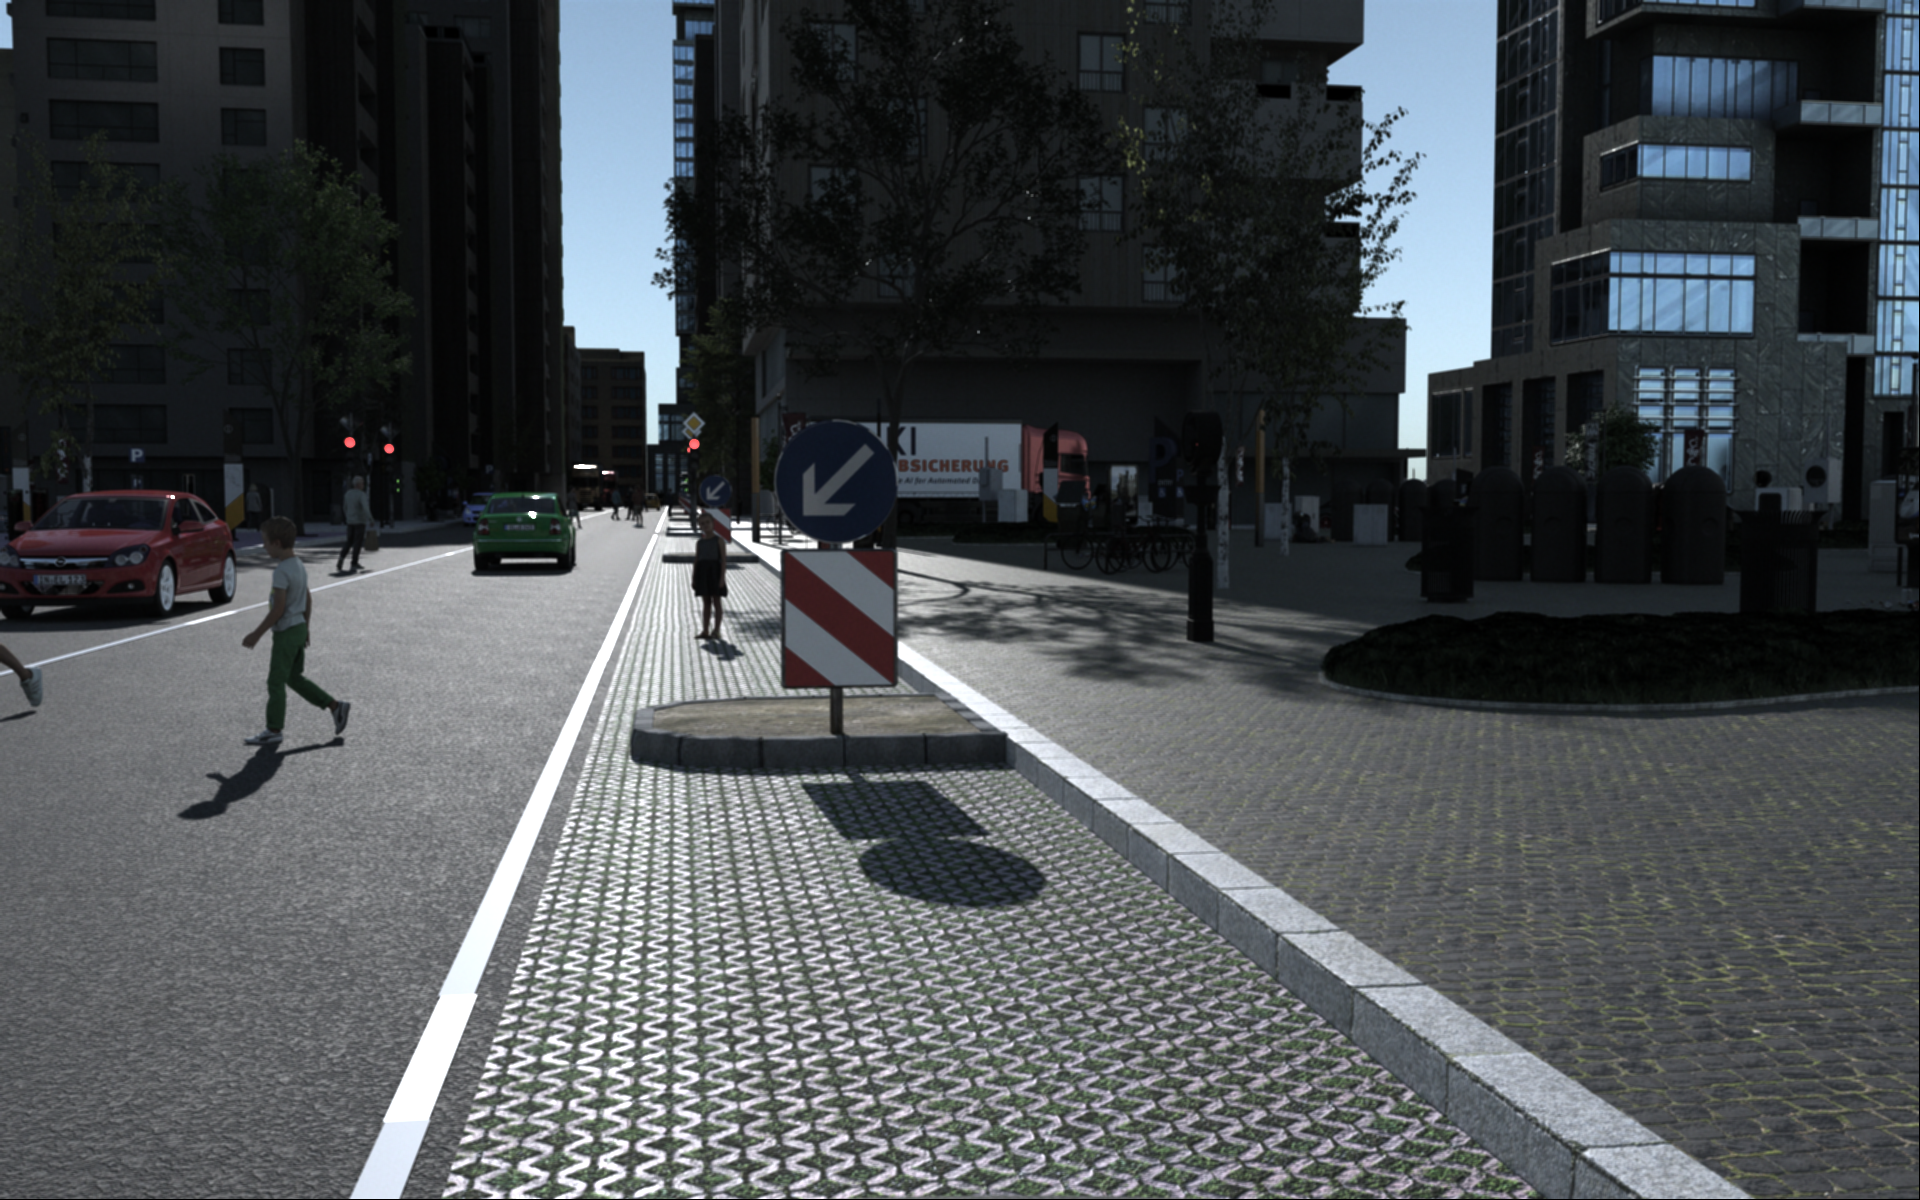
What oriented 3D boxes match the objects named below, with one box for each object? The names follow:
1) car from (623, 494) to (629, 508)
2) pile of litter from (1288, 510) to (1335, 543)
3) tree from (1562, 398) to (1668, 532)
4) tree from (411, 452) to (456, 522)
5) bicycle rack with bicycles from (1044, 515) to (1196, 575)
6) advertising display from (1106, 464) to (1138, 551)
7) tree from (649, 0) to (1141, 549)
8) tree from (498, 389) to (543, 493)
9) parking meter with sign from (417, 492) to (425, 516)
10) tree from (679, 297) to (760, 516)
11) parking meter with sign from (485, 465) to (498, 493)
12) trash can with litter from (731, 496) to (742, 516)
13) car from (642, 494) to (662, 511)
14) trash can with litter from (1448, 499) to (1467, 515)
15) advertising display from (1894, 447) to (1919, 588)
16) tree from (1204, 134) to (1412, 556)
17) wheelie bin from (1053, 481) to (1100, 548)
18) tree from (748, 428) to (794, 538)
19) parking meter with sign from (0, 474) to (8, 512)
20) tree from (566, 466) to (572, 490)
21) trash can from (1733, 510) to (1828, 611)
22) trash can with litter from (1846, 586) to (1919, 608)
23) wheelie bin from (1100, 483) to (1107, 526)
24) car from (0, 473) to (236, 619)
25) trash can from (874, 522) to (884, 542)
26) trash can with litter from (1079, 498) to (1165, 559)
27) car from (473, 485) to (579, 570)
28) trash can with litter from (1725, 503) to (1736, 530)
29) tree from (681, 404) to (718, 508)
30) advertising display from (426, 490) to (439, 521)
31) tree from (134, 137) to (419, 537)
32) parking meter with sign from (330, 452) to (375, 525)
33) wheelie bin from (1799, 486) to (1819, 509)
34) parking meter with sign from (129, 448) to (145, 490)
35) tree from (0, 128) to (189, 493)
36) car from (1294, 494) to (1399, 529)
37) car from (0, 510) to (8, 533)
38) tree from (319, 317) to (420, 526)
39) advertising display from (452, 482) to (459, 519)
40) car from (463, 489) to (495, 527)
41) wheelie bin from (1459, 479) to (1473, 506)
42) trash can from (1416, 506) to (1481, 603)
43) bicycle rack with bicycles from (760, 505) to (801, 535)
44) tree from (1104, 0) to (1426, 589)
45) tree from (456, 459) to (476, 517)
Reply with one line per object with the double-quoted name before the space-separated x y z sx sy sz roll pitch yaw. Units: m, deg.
"car" -33.510 -10.254 177.438 2.009 1.686 4.222 -1 4 -11
"pile of litter" 9.228 -1.945 45.761 1.176 0.858 1.719 -1 4 -9
"tree" 22.389 -4.610 59.089 4.285 4.588 4.351 0 3 0
"tree" -24.541 -5.230 80.104 1.663 3.219 1.824 0 3 0
"bicycle rack with bicycles" 2.861 -0.956 29.012 2.925 0.926 2.852 -2 4 -30
"advertising display" 3.545 -1.997 37.871 0.123 1.923 0.974 3 5 44
"tree" -1.277 -5.789 29.067 8.767 10.594 7.601 0 4 4
"tree" -31.697 -10.484 121.768 4.737 8.622 4.395 0 3 0
"parking meter with sign" -31.654 -6.351 100.096 1.738 3.016 0.543 2 4 29
"tree" -12.642 -11.100 99.608 7.486 12.596 7.792 0 3 0
"parking meter with sign" -27.901 -6.563 103.567 0.543 3.016 1.738 0 4 -1
"trash can with litter" -13.388 -5.556 102.224 1.055 1.170 0.624 1 4 13
"car" -27.001 -8.598 150.798 2.015 1.641 3.980 0 4 -8
"trash can with litter" 11.211 -1.630 38.043 1.055 1.170 0.624 -2 4 -30
"advertising display" 13.105 -1.126 23.617 0.123 1.923 0.974 0 4 -5
"tree" 7.018 -5.240 36.034 4.737 8.622 4.395 0 3 0
"wheelie bin" 2.658 -2.024 40.993 0.980 1.594 0.693 2 4 27
"tree" -5.499 -3.450 51.013 1.663 3.219 1.824 0 3 0
"parking meter with sign" -37.360 -4.339 67.197 0.543 3.016 1.738 2 4 34
"tree" -42.343 -12.242 183.869 4.285 4.588 4.351 0 3 0
"trash can" 7.111 -0.208 15.048 0.748 1.137 0.748 0 3 0
"trash can with litter" 10.786 -0.501 19.245 1.678 1.210 2.233 2 4 28
"wheelie bin" 4.041 -2.430 47.631 0.980 1.594 0.693 -3 5 -41
"car" -10.331 -0.755 21.379 2.155 1.783 4.494 -1 4 -9
"trash can" -2.142 -2.115 46.241 0.748 1.137 0.748 0 3 0
"trash can with litter" 3.177 -1.481 35.277 1.678 1.210 2.233 -1 4 -18
"car" -8.550 -1.554 34.207 1.959 1.807 4.718 -1 4 -10
"trash can with litter" 21.328 -2.223 47.738 1.055 1.170 0.624 2 4 31
"tree" -19.768 -11.387 136.538 4.737 8.622 4.395 0 3 0
"advertising display" -25.013 -4.702 82.095 0.974 1.923 0.123 3 5 45
"tree" -20.101 -7.715 51.893 9.928 11.665 9.643 0 3 0
"parking meter with sign" -25.336 -4.643 72.178 1.738 3.016 0.543 -3 4 -38
"wheelie bin" 31.914 -3.509 65.273 0.980 1.594 0.693 2 4 34
"parking meter with sign" -31.538 -4.293 66.453 0.543 3.016 1.738 -2 4 -25
"tree" -17.560 -5.123 34.123 4.737 8.622 4.395 0 3 0
"car" 15.137 -3.529 67.486 4.222 1.686 2.009 -1 4 -8
"car" -34.253 -2.849 58.589 4.499 1.417 2.014 -1 4 -11
"tree" -23.611 -7.250 68.907 4.360 8.622 3.978 0 3 0
"advertising display" -26.723 -5.227 90.682 0.974 1.923 0.123 -1 4 -14
"car" -21.071 -4.125 77.038 1.945 1.707 3.694 -1 4 -8
"wheelie bin" 11.181 -1.778 36.981 0.980 1.594 0.693 1 4 10
"trash can" 5.790 -0.545 20.557 0.748 1.137 0.748 0 3 0
"bicycle rack with bicycles" -5.106 -2.625 56.295 2.925 0.926 2.852 -3 5 -44
"tree" 3.673 -4.449 23.104 4.360 8.622 3.978 0 3 0
"tree" -28.023 -6.231 96.479 1.663 3.219 1.824 0 3 0
